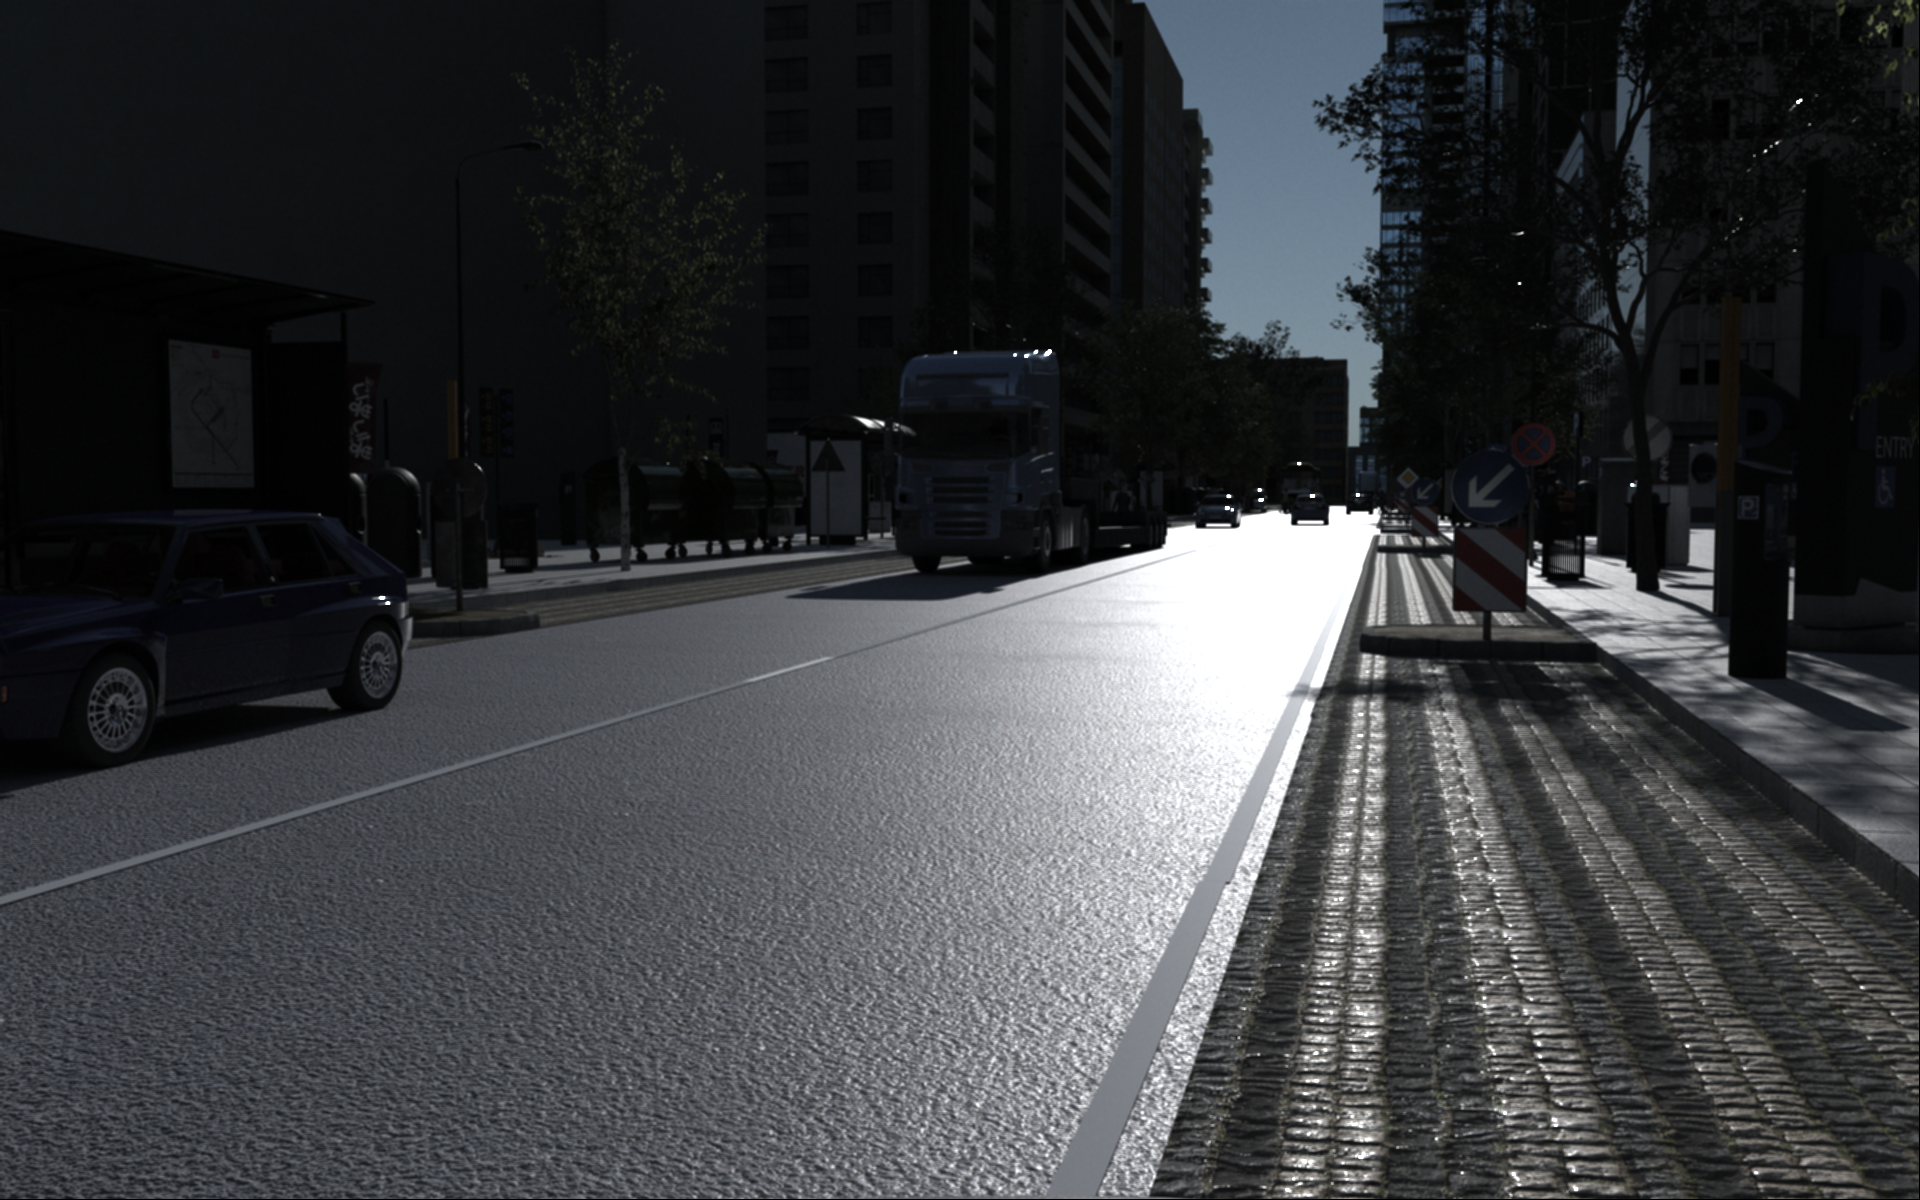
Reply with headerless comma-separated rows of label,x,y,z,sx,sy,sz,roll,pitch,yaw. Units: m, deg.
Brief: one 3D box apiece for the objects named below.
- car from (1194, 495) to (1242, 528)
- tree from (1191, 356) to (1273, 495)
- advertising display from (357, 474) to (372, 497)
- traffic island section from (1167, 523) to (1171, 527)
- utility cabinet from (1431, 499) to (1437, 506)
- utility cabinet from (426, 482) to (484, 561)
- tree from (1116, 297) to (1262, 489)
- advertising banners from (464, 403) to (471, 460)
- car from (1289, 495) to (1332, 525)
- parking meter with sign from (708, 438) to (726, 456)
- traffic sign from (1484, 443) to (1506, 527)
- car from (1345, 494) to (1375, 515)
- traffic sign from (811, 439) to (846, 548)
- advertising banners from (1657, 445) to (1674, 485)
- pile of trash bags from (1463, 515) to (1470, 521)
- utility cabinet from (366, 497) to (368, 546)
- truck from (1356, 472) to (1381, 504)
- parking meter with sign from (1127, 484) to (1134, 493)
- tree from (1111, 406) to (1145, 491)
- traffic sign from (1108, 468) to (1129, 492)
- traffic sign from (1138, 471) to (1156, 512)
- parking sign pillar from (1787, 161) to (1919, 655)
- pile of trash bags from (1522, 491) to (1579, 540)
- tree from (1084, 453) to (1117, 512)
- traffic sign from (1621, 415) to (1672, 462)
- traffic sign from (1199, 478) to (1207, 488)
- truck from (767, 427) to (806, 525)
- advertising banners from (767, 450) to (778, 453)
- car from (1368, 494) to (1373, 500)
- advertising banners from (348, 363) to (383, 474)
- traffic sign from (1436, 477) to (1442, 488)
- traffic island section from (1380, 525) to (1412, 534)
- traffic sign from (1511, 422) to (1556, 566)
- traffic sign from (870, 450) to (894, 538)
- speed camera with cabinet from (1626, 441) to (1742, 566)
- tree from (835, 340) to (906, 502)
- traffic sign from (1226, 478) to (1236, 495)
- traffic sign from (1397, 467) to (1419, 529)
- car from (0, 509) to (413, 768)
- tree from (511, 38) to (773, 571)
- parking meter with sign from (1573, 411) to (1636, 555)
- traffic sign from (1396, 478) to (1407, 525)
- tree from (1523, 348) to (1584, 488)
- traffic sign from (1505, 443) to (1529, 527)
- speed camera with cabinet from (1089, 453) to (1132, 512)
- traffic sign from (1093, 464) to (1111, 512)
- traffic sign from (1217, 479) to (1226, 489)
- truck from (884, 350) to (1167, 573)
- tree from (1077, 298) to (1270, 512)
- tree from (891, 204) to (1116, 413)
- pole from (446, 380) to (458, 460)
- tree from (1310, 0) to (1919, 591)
car,11.195,-3.851,74.966,2.014,1.417,4.499,1,4,12
tree,22.036,-13.760,143.103,7.486,12.596,7.792,0,3,0
advertising display,-15.438,-2.422,44.811,0.123,1.923,0.974,-3,5,-40
traffic island section,7.982,-3.192,74.474,2.009,0.180,2.903,1,4,14
utility cabinet,38.035,-7.864,139.736,1.020,1.237,0.306,1,4,22
utility cabinet,-9.477,-1.460,32.552,1.173,1.500,0.318,2,4,28
tree,14.515,-12.558,111.985,9.857,13.997,8.962,0,3,0
advertising banners,-10.005,-2.319,34.111,0.090,3.025,2.074,-3,4,-36
car,16.561,-4.272,81.848,2.014,1.417,4.499,1,4,13
parking meter with sign,-7.681,-3.492,53.359,0.543,3.016,1.738,0,4,6
traffic sign,13.463,-2.659,43.587,0.768,2.556,0.104,1,4,19
car,28.287,-6.774,122.560,2.131,1.459,4.920,1,4,14
traffic sign,-3.108,-2.493,40.761,0.884,2.594,0.081,1,4,21
advertising banners,24.592,-4.052,62.443,2.074,3.025,0.090,1,4,16
pile of trash bags,23.991,-4.307,80.168,1.912,1.369,3.447,0,3,0
utility cabinet,-13.621,-1.787,40.379,1.020,1.237,0.306,-2,4,-24
truck,48.482,-13.204,205.636,2.967,4.110,18.799,1,4,13
parking meter with sign,12.584,-8.132,129.220,1.738,3.016,0.543,0,4,-7
tree,13.493,-11.729,142.126,4.737,8.622,4.395,0,3,0
traffic sign,6.093,-3.854,66.653,0.795,2.450,0.064,1,4,14
traffic sign,8.007,-4.328,74.407,0.795,2.450,0.064,1,4,14
parking sign pillar,7.523,-1.588,14.438,1.447,3.967,1.447,-3,4,-37
pile of trash bags,16.510,-2.379,48.647,1.912,1.369,3.447,0,4,-4
tree,6.911,-5.376,82.497,1.663,3.219,1.824,0,3,0
traffic sign,11.019,-1.697,27.857,0.768,2.556,0.104,1,4,16
traffic sign,18.972,-8.286,135.577,0.768,2.556,0.104,1,4,14
truck,-9.937,-5.264,74.972,11.283,4.237,2.839,1,4,16
advertising banners,-8.243,-4.445,68.857,2.074,3.025,0.090,0,4,6
car,42.735,-10.546,182.216,2.009,1.686,4.222,1,4,16
advertising banners,-8.650,-1.629,22.819,2.074,3.025,0.090,-2,4,-29
traffic sign,31.974,-6.957,114.937,0.795,2.450,0.064,1,4,18
traffic island section,16.594,-2.559,64.128,2.009,0.180,2.903,1,4,14
traffic sign,10.192,-1.879,30.829,0.768,2.556,0.104,1,4,18
traffic sign,-2.264,-3.060,50.139,0.768,2.556,0.104,1,4,23
speed camera with cabinet,12.886,-2.235,30.883,0.660,3.252,2.038,-2,4,-26
tree,-3.777,-8.049,81.963,4.737,8.622,4.395,0,3,0
traffic sign,21.625,-8.450,138.267,0.768,2.556,0.104,1,4,15
traffic sign,16.570,-3.695,64.057,0.795,2.450,0.064,1,4,14
car,-4.976,0.132,10.427,1.945,1.354,3.894,1,4,13
tree,-5.459,-4.779,28.499,4.360,8.622,3.978,0,3,0
parking meter with sign,13.850,-2.460,36.475,1.738,3.016,0.543,0,4,7
traffic sign,18.483,-4.169,71.810,0.795,2.450,0.064,1,4,14
tree,29.231,-8.194,84.330,4.360,8.622,3.978,0,3,0
traffic sign,13.066,-2.463,40.381,0.768,2.556,0.104,2,4,23
speed camera with cabinet,7.331,-5.505,84.350,2.038,3.252,0.660,0,4,-2
traffic sign,6.072,-4.532,74.207,0.768,2.556,0.104,1,4,19
traffic sign,22.412,-9.067,148.352,0.768,2.556,0.104,1,4,22
truck,2.148,-2.969,38.310,2.967,4.110,18.799,1,4,14
tree,10.004,-10.135,91.469,9.928,11.665,9.643,0,3,0
tree,1.329,-7.488,56.836,8.767,10.594,7.601,2,4,27
pole,-9.101,-2.279,31.103,0.158,3.312,0.155,0,3,0
tree,9.184,-5.423,23.073,8.767,10.594,7.601,0,4,1
